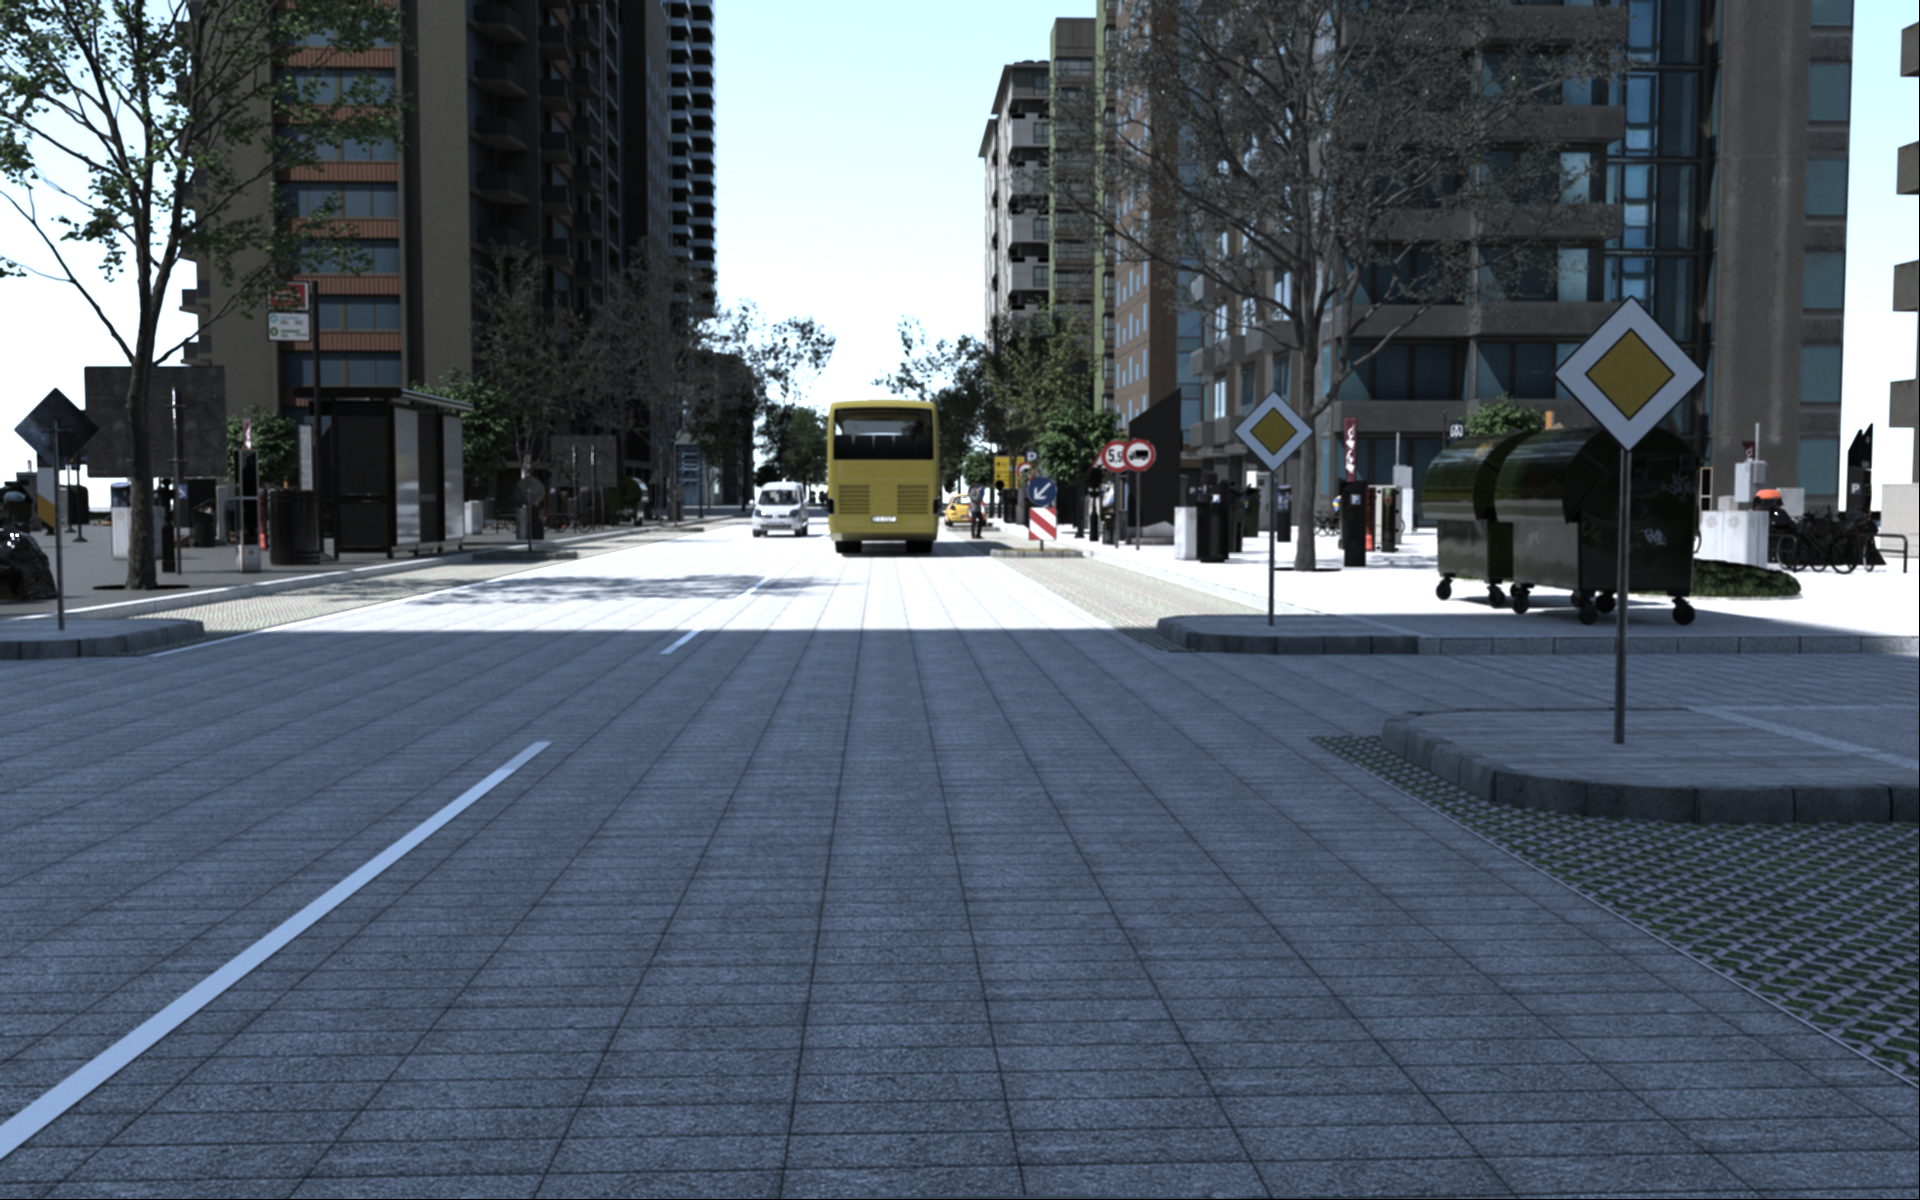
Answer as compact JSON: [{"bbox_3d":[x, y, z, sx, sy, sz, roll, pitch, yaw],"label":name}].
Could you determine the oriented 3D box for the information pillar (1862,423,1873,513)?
[{"bbox_3d":[29.897,-4.022,57.111,0.183,3.616,0.504,0,4,-2],"label":"information pillar"}]

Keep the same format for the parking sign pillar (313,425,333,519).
[{"bbox_3d":[-24.706,-4.786,66.718,1.447,3.967,1.447,1,4,9],"label":"parking sign pillar"}]

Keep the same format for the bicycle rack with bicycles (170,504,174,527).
[{"bbox_3d":[-29.072,-3.161,65.071,2.925,0.926,2.852,-3,5,-44],"label":"bicycle rack with bicycles"}]

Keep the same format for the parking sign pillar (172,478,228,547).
[{"bbox_3d":[-18.984,-3.330,42.923,1.447,3.967,1.447,0,4,6],"label":"parking sign pillar"}]

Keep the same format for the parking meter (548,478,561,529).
[{"bbox_3d":[-14.815,-3.524,63.327,0.399,1.863,0.255,1,4,10],"label":"parking meter"}]

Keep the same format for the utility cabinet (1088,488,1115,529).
[{"bbox_3d":[5.095,-3.266,62.085,0.318,1.500,1.173,-2,4,-35],"label":"utility cabinet"}]

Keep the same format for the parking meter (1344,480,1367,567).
[{"bbox_3d":[6.962,-1.350,30.489,0.372,1.533,0.369,0,3,0],"label":"parking meter"}]

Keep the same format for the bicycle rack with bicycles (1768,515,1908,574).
[{"bbox_3d":[14.356,-0.946,28.843,2.852,0.926,2.925,0,4,3],"label":"bicycle rack with bicycles"}]

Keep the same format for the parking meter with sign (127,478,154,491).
[{"bbox_3d":[-36.959,-4.980,77.689,0.543,3.016,1.738,2,4,33],"label":"parking meter with sign"}]

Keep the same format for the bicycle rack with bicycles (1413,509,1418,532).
[{"bbox_3d":[14.449,-2.831,59.666,2.852,0.926,2.925,0,4,7],"label":"bicycle rack with bicycles"}]

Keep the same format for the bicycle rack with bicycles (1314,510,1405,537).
[{"bbox_3d":[11.621,-2.387,52.405,2.925,0.926,2.852,3,5,39],"label":"bicycle rack with bicycles"}]

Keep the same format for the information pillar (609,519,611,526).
[{"bbox_3d":[-14.247,-4.850,70.657,0.183,3.616,0.504,0,4,-8],"label":"information pillar"}]

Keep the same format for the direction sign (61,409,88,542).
[{"bbox_3d":[-23.677,-3.333,46.498,0.876,3.537,0.379,1,4,16],"label":"direction sign"}]

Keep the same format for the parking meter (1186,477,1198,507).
[{"bbox_3d":[7.725,-3.182,57.730,0.399,1.863,0.255,0,4,5],"label":"parking meter"}]

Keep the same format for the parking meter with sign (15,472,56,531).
[{"bbox_3d":[-32.045,-3.872,59.574,1.738,3.016,0.543,-1,4,-14],"label":"parking meter with sign"}]

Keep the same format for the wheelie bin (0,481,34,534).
[{"bbox_3d":[-22.642,-2.051,41.440,0.980,1.594,0.693,2,4,32],"label":"wheelie bin"}]

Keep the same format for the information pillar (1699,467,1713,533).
[{"bbox_3d":[20.663,-2.659,47.971,0.304,2.012,0.304,2,4,27],"label":"information pillar"}]

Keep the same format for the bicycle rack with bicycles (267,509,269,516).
[{"bbox_3d":[-29.247,-3.880,76.816,2.852,0.926,2.925,2,4,32],"label":"bicycle rack with bicycles"}]

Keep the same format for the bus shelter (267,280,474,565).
[{"bbox_3d":[-12.024,-3.527,35.303,2.179,5.291,8.768,0,4,-3],"label":"bus shelter"}]

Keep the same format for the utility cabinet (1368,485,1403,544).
[{"bbox_3d":[10.663,-2.163,44.049,0.318,1.500,1.173,-3,5,-43],"label":"utility cabinet"}]

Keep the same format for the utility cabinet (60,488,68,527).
[{"bbox_3d":[-35.326,-3.583,67.258,1.173,1.500,0.318,-1,4,-21],"label":"utility cabinet"}]

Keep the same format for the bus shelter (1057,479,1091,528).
[{"bbox_3d":[4.640,-4.724,68.520,1.731,3.624,6.357,0,4,-3],"label":"bus shelter"}]

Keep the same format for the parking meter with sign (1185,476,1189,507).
[{"bbox_3d":[8.638,-4.386,67.974,0.543,3.016,1.738,3,5,43],"label":"parking meter with sign"}]

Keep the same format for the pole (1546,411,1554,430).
[{"bbox_3d":[14.524,-2.989,42.721,0.158,3.312,0.155,0,3,0],"label":"pole"}]

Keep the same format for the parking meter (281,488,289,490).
[{"bbox_3d":[-27.617,-3.825,70.955,0.372,1.533,0.369,0,3,0],"label":"parking meter"}]

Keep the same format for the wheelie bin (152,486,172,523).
[{"bbox_3d":[-32.120,-3.774,69.609,0.693,1.594,0.980,-3,5,-45],"label":"wheelie bin"}]

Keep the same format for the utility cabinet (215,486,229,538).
[{"bbox_3d":[-20.010,-2.336,46.877,0.318,1.500,1.173,-2,4,-29],"label":"utility cabinet"}]

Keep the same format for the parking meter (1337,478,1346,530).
[{"bbox_3d":[13.650,-3.421,61.638,0.399,1.863,0.255,2,4,31],"label":"parking meter"}]

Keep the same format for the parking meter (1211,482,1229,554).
[{"bbox_3d":[5.457,-1.709,36.353,0.372,1.533,0.369,0,3,0],"label":"parking meter"}]

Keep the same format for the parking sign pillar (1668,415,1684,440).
[{"bbox_3d":[24.141,-4.302,58.814,1.447,3.967,1.447,0,4,5],"label":"parking sign pillar"}]

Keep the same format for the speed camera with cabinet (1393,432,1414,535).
[{"bbox_3d":[14.082,-3.706,54.934,0.660,3.252,2.038,1,4,13],"label":"speed camera with cabinet"}]

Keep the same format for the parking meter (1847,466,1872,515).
[{"bbox_3d":[18.840,-1.870,36.287,0.255,1.863,0.399,-2,4,-30],"label":"parking meter"}]

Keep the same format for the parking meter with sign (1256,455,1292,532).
[{"bbox_3d":[10.495,-3.848,59.177,0.543,3.016,1.738,-3,4,-36],"label":"parking meter with sign"}]

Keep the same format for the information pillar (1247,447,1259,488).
[{"bbox_3d":[10.524,-4.330,62.150,0.183,3.616,0.504,-3,5,-44],"label":"information pillar"}]

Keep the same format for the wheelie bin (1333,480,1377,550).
[{"bbox_3d":[9.118,-1.961,39.978,0.980,1.594,0.693,0,4,7],"label":"wheelie bin"}]

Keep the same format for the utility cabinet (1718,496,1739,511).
[{"bbox_3d":[24.748,-2.732,55.834,0.306,1.237,1.020,0,4,3],"label":"utility cabinet"}]

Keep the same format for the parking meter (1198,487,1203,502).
[{"bbox_3d":[8.530,-3.275,61.955,0.372,1.533,0.369,0,3,0],"label":"parking meter"}]

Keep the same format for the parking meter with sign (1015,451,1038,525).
[{"bbox_3d":[2.692,-4.597,71.416,0.543,3.016,1.738,-1,4,-15],"label":"parking meter with sign"}]

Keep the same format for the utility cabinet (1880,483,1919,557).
[{"bbox_3d":[19.105,-1.589,34.654,1.173,1.500,0.318,3,5,40],"label":"utility cabinet"}]

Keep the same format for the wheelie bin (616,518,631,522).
[{"bbox_3d":[-15.409,-4.378,79.485,0.693,1.594,0.980,2,4,31],"label":"wheelie bin"}]

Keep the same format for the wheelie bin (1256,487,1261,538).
[{"bbox_3d":[8.566,-2.650,51.229,0.693,1.594,0.980,0,4,7],"label":"wheelie bin"}]

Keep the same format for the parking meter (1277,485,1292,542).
[{"bbox_3d":[8.658,-2.314,46.248,0.372,1.533,0.369,0,3,0],"label":"parking meter"}]

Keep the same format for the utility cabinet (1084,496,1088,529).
[{"bbox_3d":[4.558,-3.208,63.617,0.306,1.237,1.020,0,4,4],"label":"utility cabinet"}]

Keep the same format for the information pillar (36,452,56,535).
[{"bbox_3d":[-28.470,-3.829,53.953,0.504,3.616,0.183,-2,4,-29],"label":"information pillar"}]

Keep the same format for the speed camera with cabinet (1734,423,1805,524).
[{"bbox_3d":[22.797,-3.328,48.742,2.038,3.252,0.660,-1,4,-21],"label":"speed camera with cabinet"}]

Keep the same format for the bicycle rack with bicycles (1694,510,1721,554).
[{"bbox_3d":[16.295,-1.523,38.286,2.852,0.926,2.925,1,4,19],"label":"bicycle rack with bicycles"}]

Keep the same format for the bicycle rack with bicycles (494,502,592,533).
[{"bbox_3d":[-13.990,-2.673,57.087,2.925,0.926,2.852,2,4,32],"label":"bicycle rack with bicycles"}]

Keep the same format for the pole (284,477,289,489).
[{"bbox_3d":[-32.080,-5.422,82.486,0.158,3.312,0.155,0,3,0],"label":"pole"}]

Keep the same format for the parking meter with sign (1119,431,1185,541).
[{"bbox_3d":[5.198,-3.140,47.603,1.738,3.016,0.543,-1,4,-13],"label":"parking meter with sign"}]

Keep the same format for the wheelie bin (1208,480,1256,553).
[{"bbox_3d":[5.881,-1.835,37.917,0.693,1.594,0.980,3,4,37],"label":"wheelie bin"}]

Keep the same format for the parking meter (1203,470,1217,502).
[{"bbox_3d":[6.093,-2.233,42.226,0.255,1.863,0.399,-1,4,-13],"label":"parking meter"}]

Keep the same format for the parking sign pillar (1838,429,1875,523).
[{"bbox_3d":[37.526,-5.134,72.420,1.447,3.967,1.447,1,4,9],"label":"parking sign pillar"}]

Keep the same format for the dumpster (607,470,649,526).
[{"bbox_3d":[-13.350,-4.088,69.326,1.502,2.255,1.985,0,4,-2],"label":"dumpster"}]

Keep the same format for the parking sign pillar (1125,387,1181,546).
[{"bbox_3d":[4.902,-3.381,43.758,1.447,3.967,1.447,0,4,1],"label":"parking sign pillar"}]

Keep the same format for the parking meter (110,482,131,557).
[{"bbox_3d":[-17.076,-1.642,35.261,0.372,1.533,0.369,0,3,0],"label":"parking meter"}]
